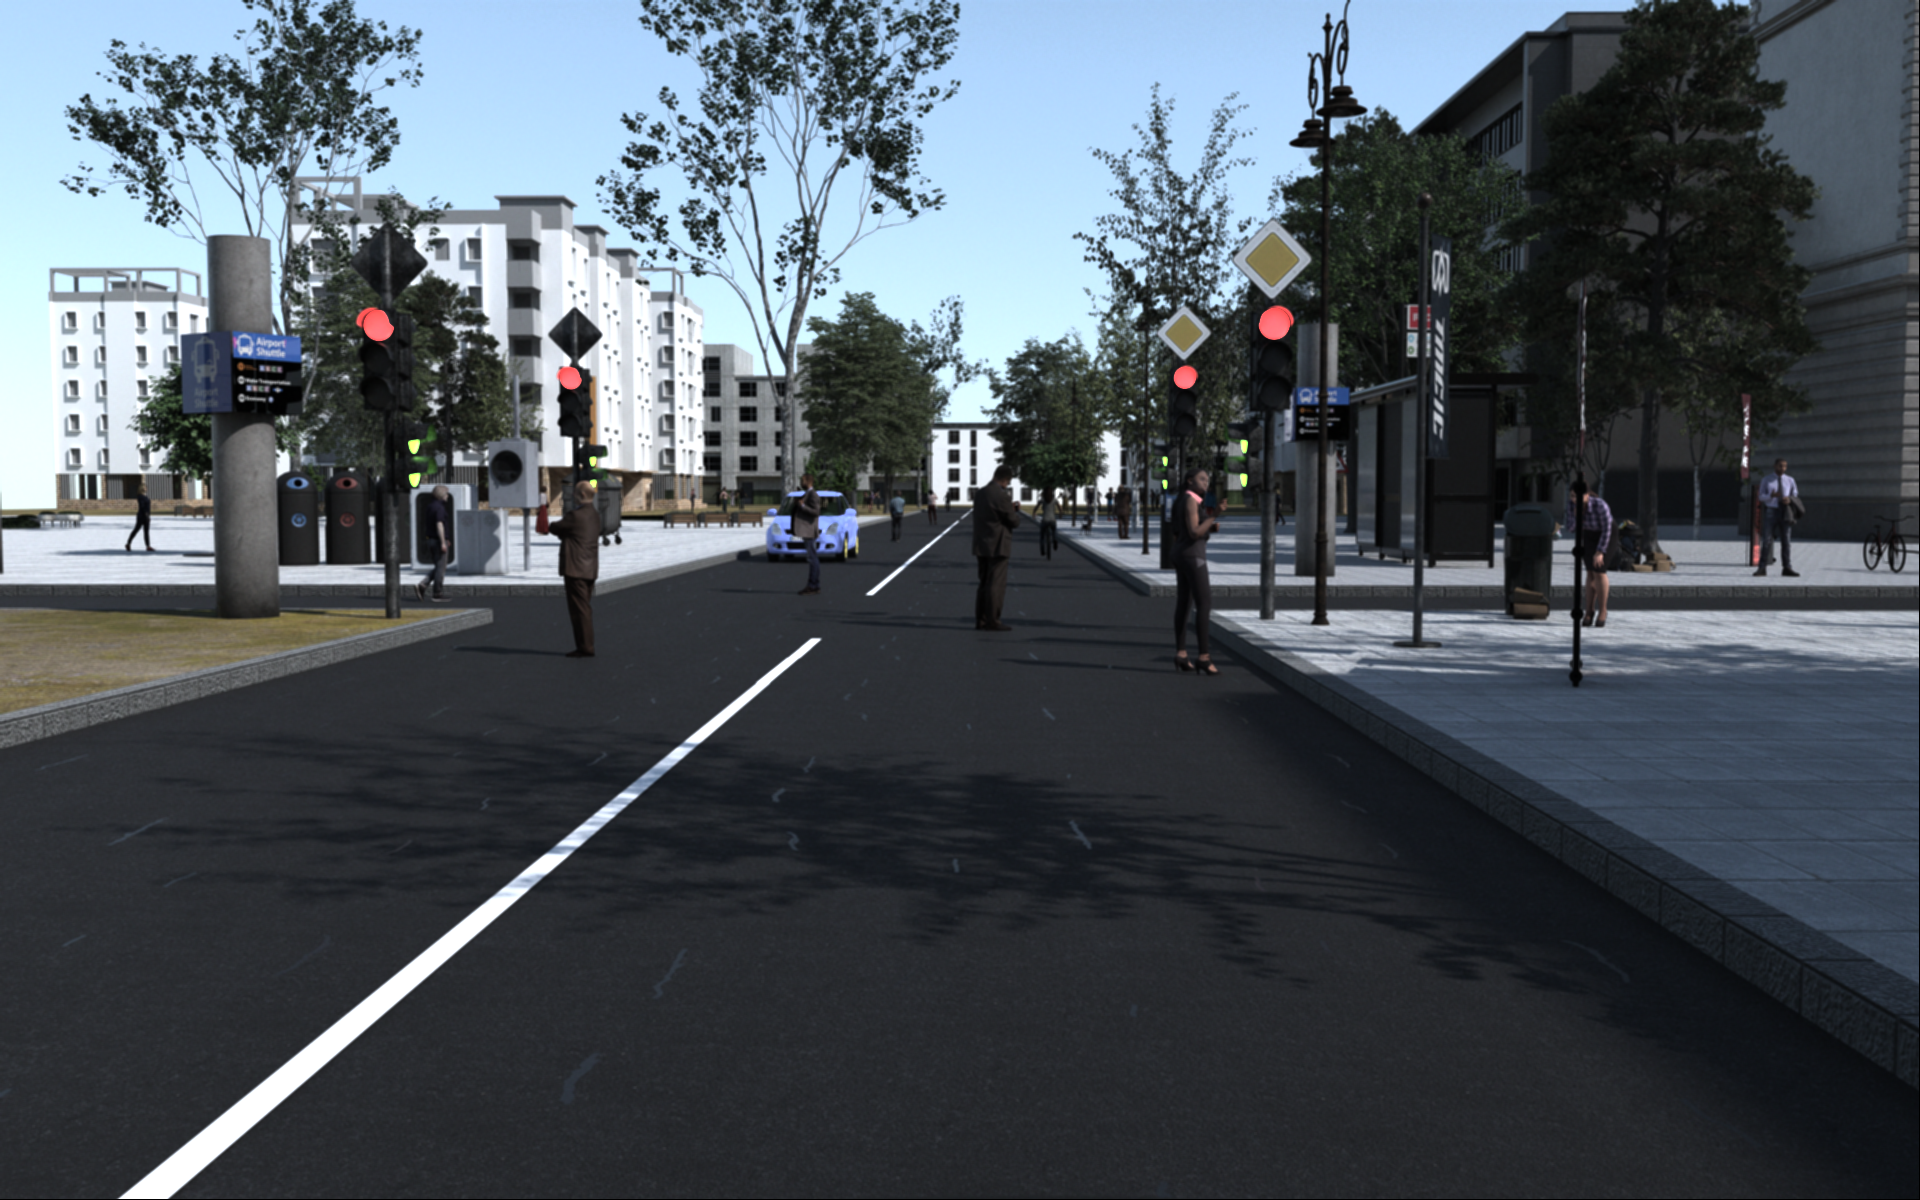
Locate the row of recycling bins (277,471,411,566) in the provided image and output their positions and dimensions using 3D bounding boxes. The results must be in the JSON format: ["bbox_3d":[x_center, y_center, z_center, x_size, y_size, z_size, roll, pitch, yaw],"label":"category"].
[{"bbox_3d":[-11.593,-1.485,31.389,3.534,1.692,1.069,-2,4,-28],"label":"row of recycling bins"}]

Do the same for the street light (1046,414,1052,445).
[{"bbox_3d":[5.143,-7.775,99.902,0.468,5.910,1.993,0,4,1],"label":"street light"}]

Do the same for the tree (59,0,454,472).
[{"bbox_3d":[-23.579,-12.381,58.314,12.611,20.169,13.585,0,3,0],"label":"tree"}]

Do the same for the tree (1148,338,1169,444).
[{"bbox_3d":[13.914,-10.310,94.330,9.928,11.665,9.643,0,3,0],"label":"tree"}]

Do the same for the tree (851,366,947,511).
[{"bbox_3d":[-5.153,-12.709,133.545,9.928,11.665,9.643,0,3,0],"label":"tree"}]

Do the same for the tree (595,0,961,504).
[{"bbox_3d":[-5.956,-12.324,57.388,12.611,20.169,13.585,0,3,0],"label":"tree"}]

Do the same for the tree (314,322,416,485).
[{"bbox_3d":[-24.097,-7.386,71.117,4.360,8.622,3.978,0,3,0],"label":"tree"}]

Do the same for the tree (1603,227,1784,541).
[{"bbox_3d":[20.203,-5.921,47.171,4.737,8.622,4.395,0,3,0],"label":"tree"}]

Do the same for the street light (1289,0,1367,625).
[{"bbox_3d":[3.537,-2.693,16.825,0.468,5.910,1.993,0,4,1],"label":"street light"}]

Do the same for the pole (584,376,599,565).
[{"bbox_3d":[-6.406,-2.215,30.064,0.158,3.312,0.155,0,3,0],"label":"pole"}]

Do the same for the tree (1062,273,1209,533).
[{"bbox_3d":[5.741,-6.497,56.584,4.737,8.622,4.395,0,3,0],"label":"tree"}]

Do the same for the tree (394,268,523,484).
[{"bbox_3d":[-28.719,-11.596,97.023,7.806,13.903,7.818,0,3,0],"label":"tree"}]

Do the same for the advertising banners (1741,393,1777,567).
[{"bbox_3d":[14.135,-2.110,30.682,0.090,3.025,2.074,3,5,41],"label":"advertising banners"}]

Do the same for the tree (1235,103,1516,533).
[{"bbox_3d":[12.697,-9.121,56.544,7.806,13.903,7.818,0,3,0],"label":"tree"}]

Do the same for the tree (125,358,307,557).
[{"bbox_3d":[-15.507,-3.197,35.992,4.285,4.588,4.351,0,3,0],"label":"tree"}]

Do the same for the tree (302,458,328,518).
[{"bbox_3d":[-35.147,-6.071,93.869,1.663,3.219,1.824,0,3,0],"label":"tree"}]

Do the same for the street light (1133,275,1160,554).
[{"bbox_3d":[3.952,-3.910,36.711,0.468,5.910,1.993,0,4,1],"label":"street light"}]

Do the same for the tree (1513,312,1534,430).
[{"bbox_3d":[18.174,-9.744,66.736,7.806,13.903,7.818,0,3,0],"label":"tree"}]

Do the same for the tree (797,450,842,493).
[{"bbox_3d":[-6.368,-4.838,73.704,1.663,3.219,1.824,0,3,0],"label":"tree"}]

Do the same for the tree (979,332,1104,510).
[{"bbox_3d":[6.718,-14.045,136.283,9.857,13.997,8.962,0,3,0],"label":"tree"}]

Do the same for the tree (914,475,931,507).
[{"bbox_3d":[-3.802,-11.219,178.039,1.663,3.219,1.824,0,3,0],"label":"tree"}]

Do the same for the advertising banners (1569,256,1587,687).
[{"bbox_3d":[4.412,-0.987,12.317,0.090,3.025,2.074,1,4,20],"label":"advertising banners"}]

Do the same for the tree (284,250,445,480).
[{"bbox_3d":[-28.236,-9.986,81.396,7.486,12.596,7.792,0,3,0],"label":"tree"}]

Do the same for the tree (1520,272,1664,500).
[{"bbox_3d":[19.761,-6.312,53.569,4.360,8.622,3.978,0,3,0],"label":"tree"}]

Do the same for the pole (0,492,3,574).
[{"bbox_3d":[-15.477,-2.071,27.709,0.158,3.312,0.155,0,3,0],"label":"pole"}]

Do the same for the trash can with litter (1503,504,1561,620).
[{"bbox_3d":[5.997,-0.408,18.059,0.624,1.170,1.055,1,4,12],"label":"trash can with litter"}]

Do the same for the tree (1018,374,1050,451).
[{"bbox_3d":[5.623,-9.457,104.987,4.360,8.622,3.978,0,3,0],"label":"tree"}]

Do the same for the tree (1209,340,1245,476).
[{"bbox_3d":[10.962,-7.765,77.320,4.737,8.622,4.395,0,3,0],"label":"tree"}]

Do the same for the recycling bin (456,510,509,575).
[{"bbox_3d":[-7.625,-0.926,27.698,0.722,1.027,0.722,0,4,-7],"label":"recycling bin"}]

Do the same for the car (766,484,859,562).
[{"bbox_3d":[-3.195,-1.728,37.838,1.945,1.707,3.694,0,4,2],"label":"car"}]

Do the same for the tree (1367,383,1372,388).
[{"bbox_3d":[19.145,-7.569,74.108,4.737,8.622,4.395,0,3,0],"label":"tree"}]

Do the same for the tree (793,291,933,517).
[{"bbox_3d":[-5.806,-10.918,96.636,7.486,12.596,7.792,0,3,0],"label":"tree"}]

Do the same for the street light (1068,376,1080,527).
[{"bbox_3d":[4.484,-5.832,68.149,0.468,5.910,1.993,0,4,1],"label":"street light"}]

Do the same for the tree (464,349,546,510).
[{"bbox_3d":[-23.474,-8.469,88.826,4.737,8.622,4.395,0,3,0],"label":"tree"}]

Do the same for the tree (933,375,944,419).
[{"bbox_3d":[-4.947,-11.964,113.736,7.486,12.596,7.792,0,3,0],"label":"tree"}]

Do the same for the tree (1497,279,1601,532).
[{"bbox_3d":[20.738,-6.661,59.271,4.737,8.622,4.395,0,3,0],"label":"tree"}]

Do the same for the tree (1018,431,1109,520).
[{"bbox_3d":[5.126,-6.792,94.764,4.285,4.588,4.351,0,3,0],"label":"tree"}]

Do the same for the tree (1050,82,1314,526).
[{"bbox_3d":[4.245,-4.983,31.832,4.360,8.622,3.978,0,3,0],"label":"tree"}]

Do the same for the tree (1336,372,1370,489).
[{"bbox_3d":[18.165,-8.190,84.272,4.360,8.622,3.978,0,3,0],"label":"tree"}]

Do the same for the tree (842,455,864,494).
[{"bbox_3d":[-5.344,-5.000,76.347,1.663,3.219,1.824,0,3,0],"label":"tree"}]

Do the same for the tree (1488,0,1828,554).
[{"bbox_3d":[14.873,-7.037,37.110,6.751,12.117,7.091,0,3,0],"label":"tree"}]

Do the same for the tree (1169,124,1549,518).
[{"bbox_3d":[12.268,-7.464,47.788,9.928,11.665,9.643,0,3,0],"label":"tree"}]

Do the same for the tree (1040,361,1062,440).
[{"bbox_3d":[5.568,-7.555,73.879,4.737,8.622,4.395,0,3,0],"label":"tree"}]
